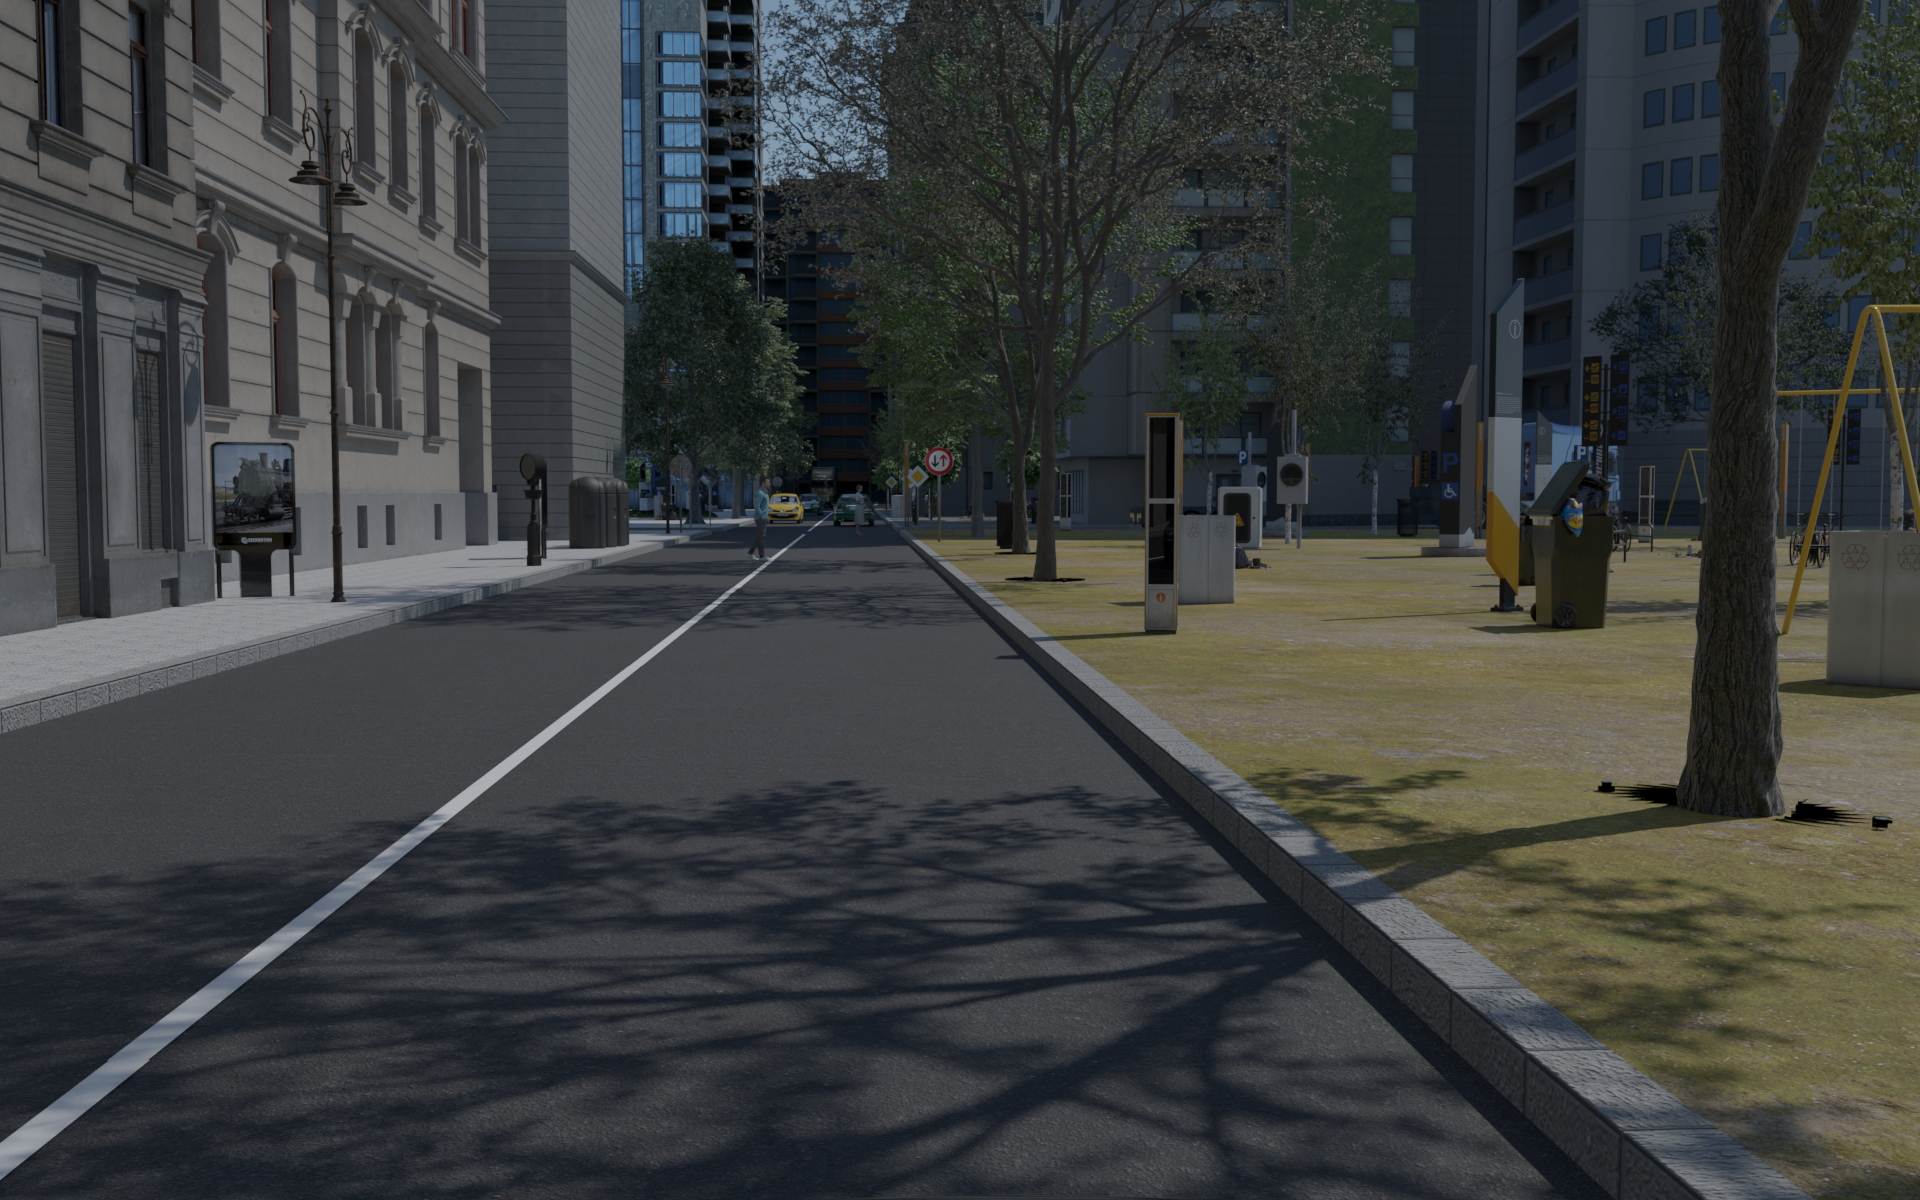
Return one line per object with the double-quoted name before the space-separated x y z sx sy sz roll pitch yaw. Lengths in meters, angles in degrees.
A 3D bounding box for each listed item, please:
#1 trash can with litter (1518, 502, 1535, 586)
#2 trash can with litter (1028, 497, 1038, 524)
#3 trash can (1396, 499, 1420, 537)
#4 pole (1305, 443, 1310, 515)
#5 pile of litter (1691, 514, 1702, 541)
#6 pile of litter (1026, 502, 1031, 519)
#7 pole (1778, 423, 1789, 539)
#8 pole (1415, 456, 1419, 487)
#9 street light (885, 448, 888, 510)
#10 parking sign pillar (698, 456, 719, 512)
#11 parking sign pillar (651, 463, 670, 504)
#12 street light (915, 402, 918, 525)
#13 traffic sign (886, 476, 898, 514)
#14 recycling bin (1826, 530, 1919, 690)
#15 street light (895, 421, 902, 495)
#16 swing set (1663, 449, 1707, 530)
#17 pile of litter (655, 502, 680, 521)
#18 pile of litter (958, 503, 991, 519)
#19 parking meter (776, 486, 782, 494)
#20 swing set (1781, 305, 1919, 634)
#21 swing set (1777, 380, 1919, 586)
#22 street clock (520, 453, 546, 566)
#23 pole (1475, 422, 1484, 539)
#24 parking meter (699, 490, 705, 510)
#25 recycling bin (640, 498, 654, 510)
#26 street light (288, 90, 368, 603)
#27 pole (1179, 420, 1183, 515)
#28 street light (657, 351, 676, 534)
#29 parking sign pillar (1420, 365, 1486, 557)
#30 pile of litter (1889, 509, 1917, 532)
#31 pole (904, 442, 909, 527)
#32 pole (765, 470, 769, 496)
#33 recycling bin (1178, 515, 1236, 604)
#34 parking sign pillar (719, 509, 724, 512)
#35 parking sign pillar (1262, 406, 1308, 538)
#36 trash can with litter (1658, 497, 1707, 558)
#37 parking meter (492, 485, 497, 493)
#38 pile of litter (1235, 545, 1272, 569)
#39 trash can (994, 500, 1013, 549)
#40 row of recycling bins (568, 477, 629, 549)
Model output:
"trash can with litter" 8.242 -0.789 24.293 1.055 1.170 0.624 2 4 32
"trash can with litter" 3.500 -3.877 74.781 1.055 1.170 0.624 -2 4 -24
"trash can" 13.418 -2.462 51.912 0.748 1.137 0.748 0 3 0
"pole" 13.926 -4.619 69.356 0.158 3.312 0.155 0 3 0
"pile of litter" 20.705 -2.049 47.463 1.176 0.858 1.719 -1 4 -9
"pile of litter" 3.277 -4.693 90.689 1.719 0.858 1.176 -3 5 -40
"pole" 23.547 -3.405 49.523 0.158 3.312 0.155 0 3 0
"pole" 24.462 -6.051 92.773 0.158 3.312 0.155 0 3 0
"street light" -6.074 -10.402 142.865 0.468 5.910 1.993 0 4 -3
"parking sign pillar" -18.043 -8.152 121.751 1.447 3.967 1.447 0 4 7
"parking sign pillar" -20.900 -8.095 120.828 1.447 3.967 1.447 1 4 20
"street light" -1.797 -6.025 71.302 0.468 5.910 1.993 0 4 -3
"traffic sign" -4.353 -6.666 110.181 0.795 2.450 0.064 0 4 2
"recycling bin" 6.352 0.052 11.701 0.722 1.027 0.722 3 5 43
"street light" -3.827 -8.229 107.333 0.468 5.910 1.993 0 4 -3
"swing set" 26.421 -3.819 60.069 3.119 2.851 2.862 -1 4 -8
"pile of litter" -14.358 -4.305 84.347 1.719 0.858 1.176 1 4 12
"pile of litter" 0.778 -4.672 90.360 1.719 0.858 1.176 0 4 5
"parking meter" -13.224 -7.383 126.420 0.399 1.863 0.255 3 5 44
"swing set" 9.063 -1.025 14.377 3.119 2.851 2.862 0 4 1
"swing set" 13.569 -1.732 25.940 3.119 2.851 2.862 2 4 25
"street clock" -7.602 -1.608 30.856 0.471 2.002 0.358 3 5 40
"pole" 14.773 -3.390 49.276 0.158 3.312 0.155 0 3 0
"parking meter" -15.813 -5.975 106.096 0.372 1.533 0.369 0 3 0
"recycling bin" -18.977 -5.673 105.314 0.722 1.027 0.722 3 5 42
"street light" -7.382 -2.912 20.392 0.468 5.910 1.993 0 4 -3
"pole" 6.070 -3.314 48.021 0.158 3.312 0.155 0 3 0
"street light" -9.468 -5.088 55.973 0.468 5.910 1.993 0 4 -3
"parking sign pillar" 10.287 -2.893 35.769 1.447 3.967 1.447 2 4 29
"pile of litter" 27.154 -2.188 49.731 1.176 0.858 1.719 -1 4 -21
"pole" -2.086 -4.537 68.028 0.158 3.312 0.155 0 3 0
"pole" -12.680 -7.336 113.783 0.158 3.312 0.155 0 3 0
"recycling bin" 2.800 -0.488 20.526 0.722 1.027 0.722 -1 4 -14
"parking sign pillar" -17.834 -8.369 125.308 1.447 3.967 1.447 -1 4 -15
"parking sign pillar" 9.683 -3.869 51.727 1.447 3.967 1.447 -1 4 -22
"trash can with litter" 15.077 -1.483 35.313 1.678 1.210 2.233 2 4 26
"parking meter" -12.738 -2.357 46.942 0.372 1.533 0.369 0 3 0
"pile of litter" 4.632 -0.998 30.276 1.176 0.858 1.719 -2 4 -34
"trash can" 1.158 -1.768 40.561 0.748 1.137 0.748 0 3 0
"row of recycling bins" -8.726 -2.144 42.163 1.069 1.692 3.534 0 4 1
